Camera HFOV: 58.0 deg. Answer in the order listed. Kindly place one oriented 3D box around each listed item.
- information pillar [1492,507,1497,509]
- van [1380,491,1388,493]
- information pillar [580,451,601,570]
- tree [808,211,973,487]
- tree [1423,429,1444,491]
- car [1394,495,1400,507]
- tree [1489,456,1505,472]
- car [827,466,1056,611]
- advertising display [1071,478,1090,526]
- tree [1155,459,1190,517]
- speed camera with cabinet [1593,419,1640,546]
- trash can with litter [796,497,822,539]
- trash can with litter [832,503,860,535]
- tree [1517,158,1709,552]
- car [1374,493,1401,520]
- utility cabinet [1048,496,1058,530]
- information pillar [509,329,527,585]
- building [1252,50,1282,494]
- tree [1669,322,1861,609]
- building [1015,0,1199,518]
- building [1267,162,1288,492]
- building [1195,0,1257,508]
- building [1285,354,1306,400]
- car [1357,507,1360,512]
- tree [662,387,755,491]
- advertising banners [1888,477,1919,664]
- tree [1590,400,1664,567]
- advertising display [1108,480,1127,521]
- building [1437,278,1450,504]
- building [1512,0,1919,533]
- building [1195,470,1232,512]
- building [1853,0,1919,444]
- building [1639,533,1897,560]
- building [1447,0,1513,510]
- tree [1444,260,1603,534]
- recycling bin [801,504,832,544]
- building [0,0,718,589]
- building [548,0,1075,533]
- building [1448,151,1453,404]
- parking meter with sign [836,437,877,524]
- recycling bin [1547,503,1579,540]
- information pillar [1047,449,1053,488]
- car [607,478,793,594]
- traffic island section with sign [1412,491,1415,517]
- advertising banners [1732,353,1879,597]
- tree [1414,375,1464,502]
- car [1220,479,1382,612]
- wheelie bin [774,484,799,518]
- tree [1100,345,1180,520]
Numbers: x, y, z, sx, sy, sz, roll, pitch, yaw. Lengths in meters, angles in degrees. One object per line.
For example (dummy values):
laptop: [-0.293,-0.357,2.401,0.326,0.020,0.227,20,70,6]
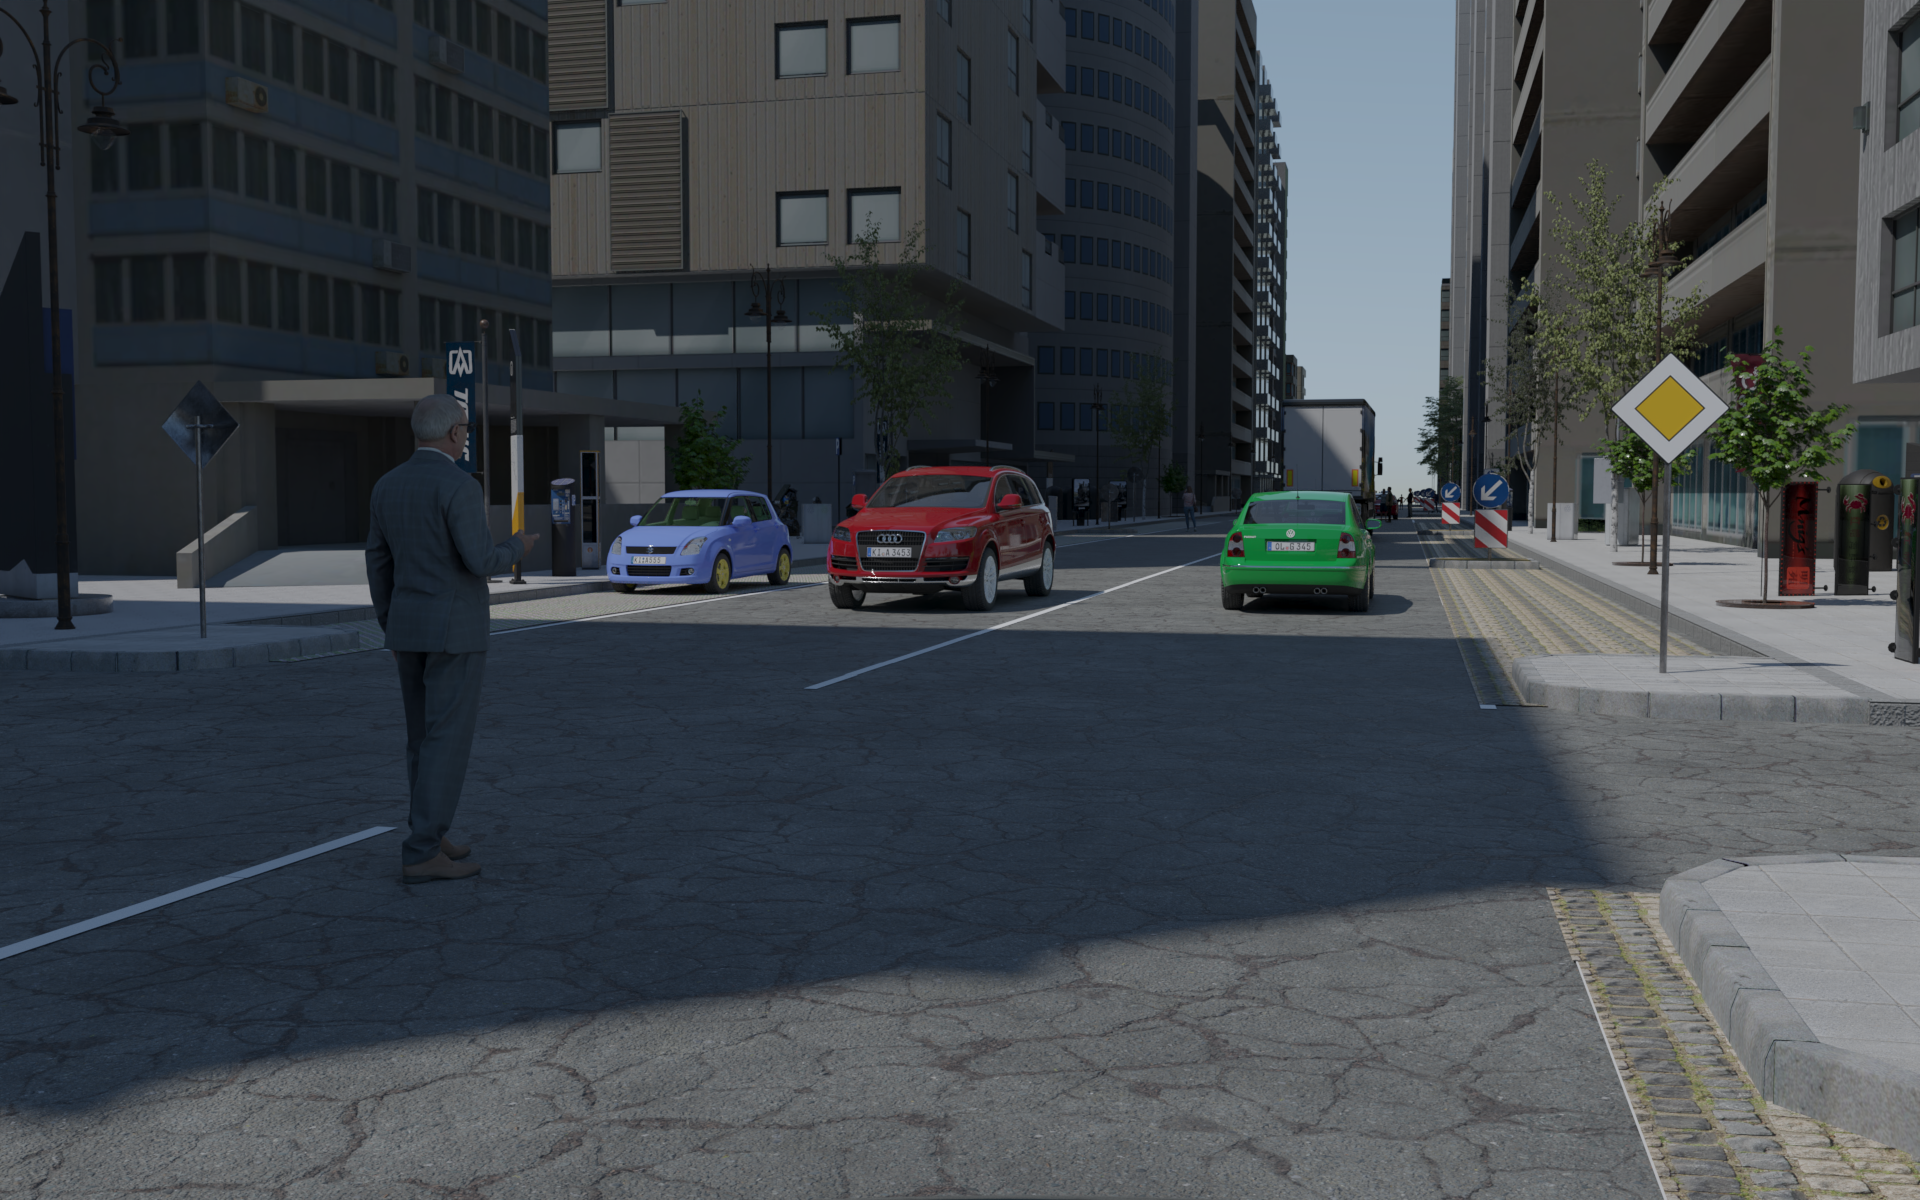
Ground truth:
information pillar: [25.214,-4.733,81.879,0.304,2.012,0.304,0,4,6]
van: [52.303,-12.584,212.757,2.013,2.044,4.112,1,4,14]
information pillar: [-6.266,-1.523,29.386,0.304,2.012,0.304,0,4,-4]
tree: [-1.838,-5.853,46.066,4.737,8.622,4.395,0,3,0]
tree: [48.289,-13.610,172.880,4.360,8.622,3.978,0,3,0]
car: [33.335,-7.536,135.214,2.014,1.417,4.499,1,4,15]
tree: [27.491,-5.734,88.359,1.663,3.219,1.824,0,3,0]
car: [-0.131,-0.881,23.073,2.281,1.827,5.304,1,4,16]
advertising display: [4.854,-3.939,69.615,0.974,1.923,0.123,-3,5,-43]
tree: [12.138,-6.315,97.846,1.663,3.219,1.824,0,3,0]
speed camera with cabinet: [16.157,-2.952,42.597,0.660,3.252,2.038,3,4,36]
trash can with litter: [-4.224,-2.354,49.552,1.678,1.210,2.233,0,4,1]
trash can with litter: [-3.344,-2.473,51.820,1.055,1.170,0.624,2,4,27]
tree: [14.361,-5.351,37.848,4.737,8.622,4.395,0,3,0]
car: [23.994,-5.476,98.579,2.155,1.783,4.494,1,4,13]
utility cabinet: [3.310,-3.082,61.558,0.306,1.237,1.020,0,4,5]
information pillar: [-6.278,-2.030,24.541,0.183,3.616,0.504,-2,4,-24]
building: [22.872,-34.752,187.810,23.786,49.044,30.456,1,4,14]
tree: [9.293,-1.528,19.591,1.663,3.219,1.824,0,3,0]
building: [2.236,-34.401,104.460,21.231,58.520,28.212,1,4,14]
building: [31.813,-32.132,208.948,14.154,41.232,14.086,1,4,14]
building: [14.325,-32.348,152.590,21.300,48.544,21.600,1,4,14]
building: [31.383,-23.655,231.797,27.650,21.520,28.899,1,4,14]
car: [9.024,-2.125,43.547,1.959,1.807,4.718,1,4,15]
tree: [-4.765,-2.249,31.375,1.663,3.219,1.824,0,3,0]
advertising banners: [7.108,-0.996,12.478,0.090,3.025,2.074,1,4,12]
tree: [12.362,-2.222,30.929,1.663,3.219,1.824,0,3,0]
advertising display: [7.492,-4.720,82.384,0.974,1.923,0.123,-2,4,-24]
building: [70.807,-28.023,229.884,14.160,30.474,14.107,1,4,14]
building: [34.368,-27.335,70.629,21.300,48.544,21.600,1,4,14]
building: [3.961,-26.886,131.467,32.217,40.220,23.993,1,4,14]
building: [17.933,-14.949,16.112,14.107,30.474,14.160,1,4,14]
building: [28.930,-25.491,40.472,21.300,48.544,21.600,1,4,14]
building: [63.302,-39.302,184.591,21.231,58.520,28.212,1,4,14]
tree: [18.500,-6.441,55.679,4.360,8.622,3.978,0,3,0]
recycling bin: [-3.727,-1.984,44.992,0.722,1.027,0.722,-1,4,-10]
building: [-22.040,-20.918,33.896,32.217,40.220,23.993,1,4,14]
building: [-10.892,-29.417,70.213,28.713,52.752,27.495,1,4,14]
building: [70.661,-35.848,209.824,21.300,48.544,21.600,1,4,14]
parking meter with sign: [-2.933,-3.503,53.541,1.738,3.016,0.543,-1,4,-16]
recycling bin: [16.901,-2.202,48.563,0.722,1.027,0.722,2,4,29]
information pillar: [4.654,-6.019,89.759,0.183,3.616,0.504,2,4,34]
car: [-3.874,-1.003,25.988,1.945,1.707,3.694,1,4,16]
traffic island section with sign: [29.457,-6.152,109.210,1.989,1.847,2.006,1,4,14]
advertising banners: [10.541,-1.559,21.675,2.074,3.025,0.090,-1,4,-8]
tree: [47.438,-15.146,165.769,7.486,12.596,7.792,0,3,0]
car: [4.476,-0.843,22.577,1.959,1.807,4.718,1,4,15]
wheelie bin: [-5.524,-2.897,55.272,0.693,1.594,0.980,-1,4,-23]
tree: [9.112,-8.317,86.339,4.737,8.622,4.395,0,3,0]
